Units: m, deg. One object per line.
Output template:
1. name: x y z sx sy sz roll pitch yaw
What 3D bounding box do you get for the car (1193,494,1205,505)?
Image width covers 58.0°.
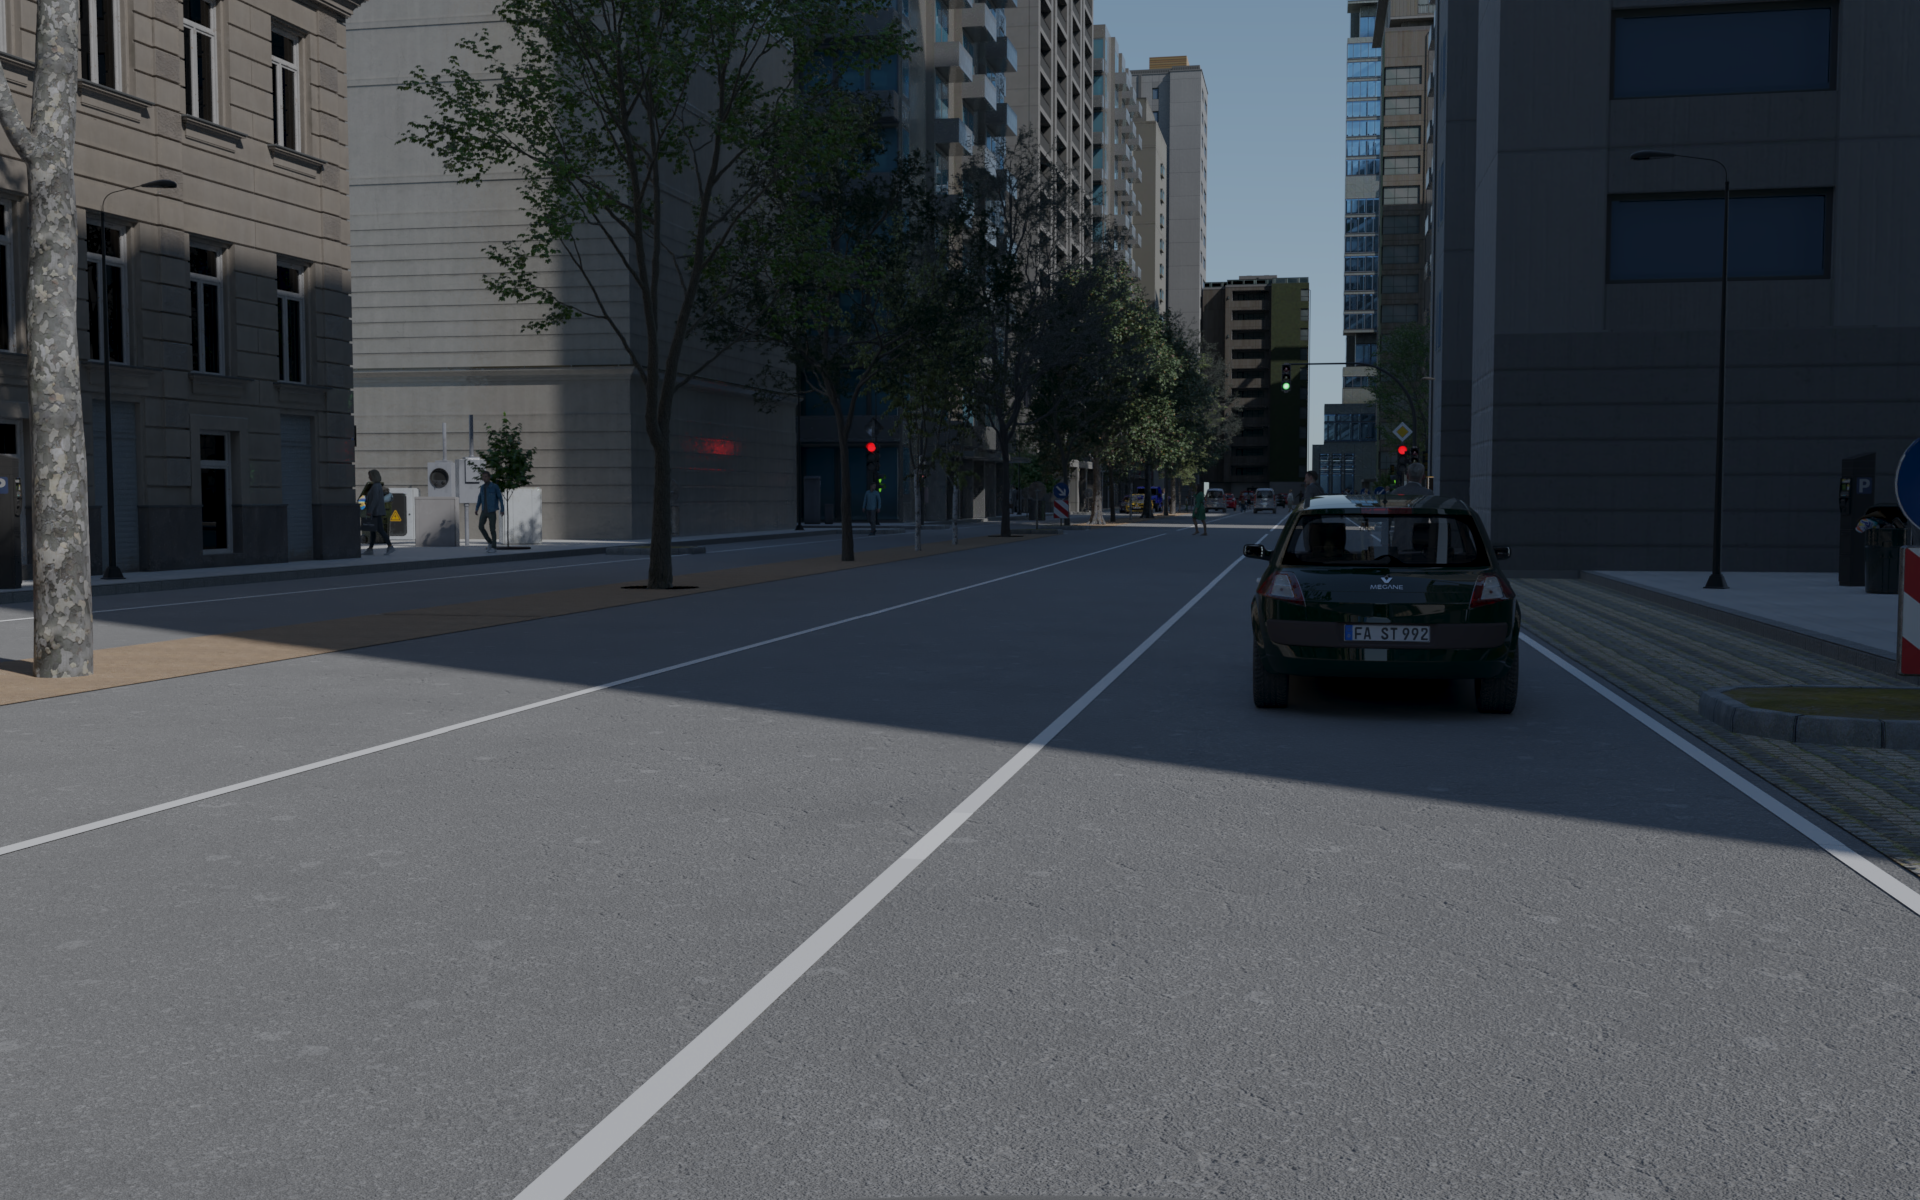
1. car: 28.299 -11.796 204.662 2.131 1.459 4.920 1 4 10

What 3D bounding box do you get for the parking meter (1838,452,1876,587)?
1. parking meter: 12.460 -1.123 24.075 0.399 1.863 0.255 0 4 -7

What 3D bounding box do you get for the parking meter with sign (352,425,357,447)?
1. parking meter with sign: -16.045 -2.883 43.394 1.738 3.016 0.543 -3 5 -45

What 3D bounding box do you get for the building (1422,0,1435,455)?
1. building: 44.840 -30.736 122.141 23.786 49.044 30.456 1 4 11

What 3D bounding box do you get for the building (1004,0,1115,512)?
1. building: 3.478 -43.921 156.367 20.563 71.187 20.611 1 4 11

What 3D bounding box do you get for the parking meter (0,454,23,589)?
1. parking meter: -12.913 -1.082 23.406 0.399 1.863 0.255 -1 4 -11

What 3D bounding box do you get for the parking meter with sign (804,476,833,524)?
1. parking meter with sign: -6.238 -4.713 73.321 1.738 3.016 0.543 0 4 -1

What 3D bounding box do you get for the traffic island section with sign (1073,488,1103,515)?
1. traffic island section with sign: 9.050 -6.930 121.936 1.989 1.847 2.006 1 4 11

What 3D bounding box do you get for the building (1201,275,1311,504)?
1. building: 39.615 -28.145 231.873 14.107 30.474 14.160 1 4 11

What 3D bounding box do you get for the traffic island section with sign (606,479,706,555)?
1. traffic island section with sign: -7.221 -2.021 41.664 1.989 1.847 2.006 1 4 11

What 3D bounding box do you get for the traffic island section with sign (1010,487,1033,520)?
1. traffic island section with sign: 3.686 -5.314 95.518 1.989 1.847 2.006 1 4 11

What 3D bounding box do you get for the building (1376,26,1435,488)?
1. building: 44.577 -28.808 154.605 14.154 41.232 14.086 1 4 11

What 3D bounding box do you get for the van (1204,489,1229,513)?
1. van: 19.896 -7.819 134.850 2.013 2.044 4.112 1 4 10

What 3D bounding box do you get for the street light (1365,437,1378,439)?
1. street light: 33.476 -10.259 140.278 1.470 5.913 1.316 1 4 11

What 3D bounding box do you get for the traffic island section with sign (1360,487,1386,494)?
1. traffic island section with sign: 22.210 -5.106 92.114 1.989 1.847 2.006 1 4 11

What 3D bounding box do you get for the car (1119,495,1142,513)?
1. car: 13.027 -7.238 130.916 1.945 1.354 3.894 1 4 10

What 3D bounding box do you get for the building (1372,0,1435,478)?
1. building: 56.113 -35.731 173.441 28.713 52.752 27.495 1 4 11

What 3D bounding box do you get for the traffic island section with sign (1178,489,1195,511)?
1. traffic island section with sign: 19.089 -8.265 143.272 2.006 1.907 1.989 1 4 11

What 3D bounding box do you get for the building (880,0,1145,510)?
1. building: 7.166 -34.415 182.300 23.786 49.044 30.456 1 4 11

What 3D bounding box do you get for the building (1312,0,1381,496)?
1. building: 63.064 -56.116 230.169 31.000 86.520 22.319 1 4 11

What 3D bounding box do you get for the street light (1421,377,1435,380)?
1. street light: 19.013 -5.891 68.855 1.470 5.913 1.316 1 4 11

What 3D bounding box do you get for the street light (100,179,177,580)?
1. street light: -12.240 -3.259 25.823 1.470 5.913 1.316 1 4 11

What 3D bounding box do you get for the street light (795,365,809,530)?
1. street light: -5.141 -5.406 60.933 1.470 5.913 1.316 1 4 11

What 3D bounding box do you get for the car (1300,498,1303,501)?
1. car: 37.006 -10.472 183.216 2.014 1.417 4.499 1 4 13

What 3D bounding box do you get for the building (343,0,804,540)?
1. building: -28.565 -17.298 59.239 44.131 29.872 17.030 1 4 11

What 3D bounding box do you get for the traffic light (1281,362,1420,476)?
1. traffic light: 13.477 -5.200 59.684 4.771 5.953 1.251 1 4 11

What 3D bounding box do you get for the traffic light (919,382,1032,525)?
1. traffic light: 0.515 -5.868 70.614 4.771 5.953 1.251 1 4 11

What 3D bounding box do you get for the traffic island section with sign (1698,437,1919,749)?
1. traffic island section with sign: 5.670 -0.117 10.544 1.989 1.847 2.006 1 4 11

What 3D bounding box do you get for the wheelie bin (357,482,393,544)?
1. wheelie bin: -15.091 -2.257 44.811 0.693 1.594 0.980 1 4 22

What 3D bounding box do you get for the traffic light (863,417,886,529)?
1. traffic light: -3.141 -4.541 63.169 0.839 4.253 0.868 1 4 11

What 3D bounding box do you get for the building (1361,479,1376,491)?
1. building: 62.923 -30.996 198.665 32.217 40.220 23.993 1 4 11

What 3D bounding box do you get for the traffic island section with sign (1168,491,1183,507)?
1. traffic island section with sign: 24.487 -11.582 197.985 1.989 1.847 2.006 1 4 11

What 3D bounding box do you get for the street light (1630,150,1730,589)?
1. street light: 9.754 -3.115 23.478 1.470 5.913 1.316 1 4 11

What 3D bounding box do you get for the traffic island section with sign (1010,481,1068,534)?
1. traffic island section with sign: 2.677 -3.317 62.368 2.006 1.907 1.989 1 4 11

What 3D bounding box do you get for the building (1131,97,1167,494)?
1. building: 13.564 -35.901 210.679 21.600 48.544 21.300 1 4 11

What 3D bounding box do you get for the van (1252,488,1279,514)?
1. van: 22.646 -7.434 128.550 2.013 2.044 4.112 1 4 11

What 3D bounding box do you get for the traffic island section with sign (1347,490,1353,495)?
1. traffic island section with sign: 27.579 -6.722 118.531 1.989 1.847 2.006 1 4 11

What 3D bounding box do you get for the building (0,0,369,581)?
1. building: -19.973 -13.822 23.259 12.463 27.353 25.104 1 4 11

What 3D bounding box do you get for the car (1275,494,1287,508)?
1. car: 32.526 -10.272 177.741 2.009 1.686 4.222 1 4 11

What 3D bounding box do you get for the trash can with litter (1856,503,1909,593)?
1. trash can with litter: 11.991 -0.683 22.550 0.624 1.170 1.055 2 4 26

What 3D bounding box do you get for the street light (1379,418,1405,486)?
1. street light: 26.201 -8.068 104.455 1.470 5.913 1.316 1 4 11

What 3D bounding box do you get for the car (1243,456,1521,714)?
1. car: 3.086 -0.185 12.818 2.009 1.686 4.222 1 4 12

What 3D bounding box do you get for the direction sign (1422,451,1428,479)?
1. direction sign: 24.810 -6.085 91.493 0.876 3.537 0.379 -1 4 -15

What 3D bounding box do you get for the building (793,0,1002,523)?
1. building: -9.349 -28.738 89.474 23.786 49.044 30.456 1 4 11

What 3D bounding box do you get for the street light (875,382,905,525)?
1. street light: -2.930 -6.034 71.202 1.470 5.913 1.316 1 4 11

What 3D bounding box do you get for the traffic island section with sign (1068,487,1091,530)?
1. traffic island section with sign: 4.159 -3.761 69.626 2.006 1.907 1.989 1 4 11

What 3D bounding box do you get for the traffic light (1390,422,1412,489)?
1. traffic light: 17.132 -4.790 67.236 0.839 4.253 0.868 1 4 11

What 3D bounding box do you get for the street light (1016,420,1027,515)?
1. street light: 4.175 -8.193 106.491 1.470 5.913 1.316 1 4 11

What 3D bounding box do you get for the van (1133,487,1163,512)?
1. van: 15.109 -8.226 138.877 2.240 2.365 5.245 1 4 11

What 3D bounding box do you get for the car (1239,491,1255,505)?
1. car: 34.066 -11.977 204.491 2.281 1.827 5.304 1 4 13

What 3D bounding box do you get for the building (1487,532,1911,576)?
1. building: 22.032 -30.407 39.159 21.231 58.520 28.212 1 4 11

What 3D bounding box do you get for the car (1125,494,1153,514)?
1. car: 12.970 -7.025 125.088 2.015 1.641 3.980 1 4 11

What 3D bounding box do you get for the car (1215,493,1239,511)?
1. car: 22.601 -8.453 147.245 2.155 1.783 4.494 1 4 9

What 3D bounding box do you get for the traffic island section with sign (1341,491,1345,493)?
1. traffic island section with sign: 37.414 -9.691 167.071 1.989 1.847 2.006 1 4 11

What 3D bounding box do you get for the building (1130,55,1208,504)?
1. building: 19.550 -42.601 238.531 28.212 58.520 21.231 1 4 11

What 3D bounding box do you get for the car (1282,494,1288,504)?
1. car: 39.530 -12.407 211.896 2.155 1.783 4.494 1 4 13
